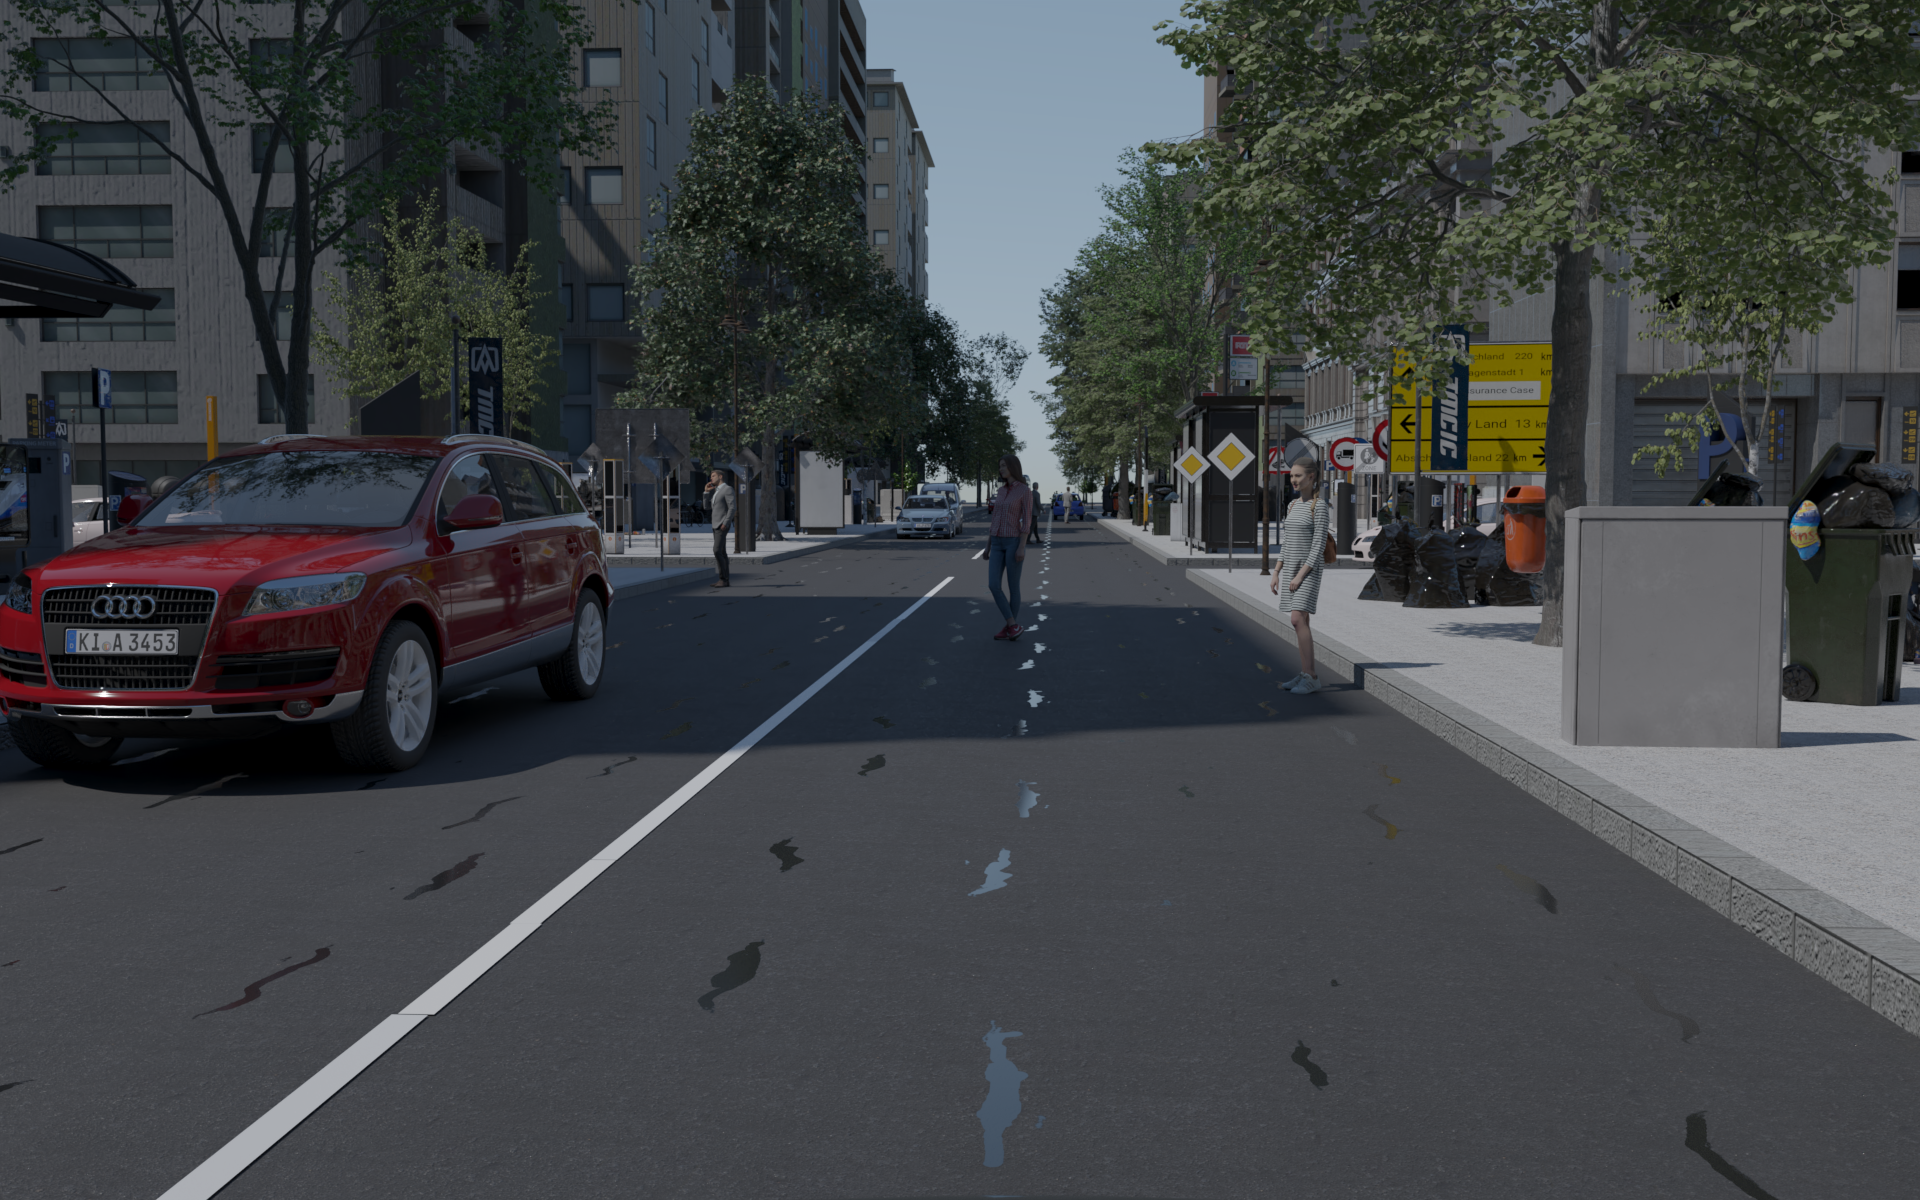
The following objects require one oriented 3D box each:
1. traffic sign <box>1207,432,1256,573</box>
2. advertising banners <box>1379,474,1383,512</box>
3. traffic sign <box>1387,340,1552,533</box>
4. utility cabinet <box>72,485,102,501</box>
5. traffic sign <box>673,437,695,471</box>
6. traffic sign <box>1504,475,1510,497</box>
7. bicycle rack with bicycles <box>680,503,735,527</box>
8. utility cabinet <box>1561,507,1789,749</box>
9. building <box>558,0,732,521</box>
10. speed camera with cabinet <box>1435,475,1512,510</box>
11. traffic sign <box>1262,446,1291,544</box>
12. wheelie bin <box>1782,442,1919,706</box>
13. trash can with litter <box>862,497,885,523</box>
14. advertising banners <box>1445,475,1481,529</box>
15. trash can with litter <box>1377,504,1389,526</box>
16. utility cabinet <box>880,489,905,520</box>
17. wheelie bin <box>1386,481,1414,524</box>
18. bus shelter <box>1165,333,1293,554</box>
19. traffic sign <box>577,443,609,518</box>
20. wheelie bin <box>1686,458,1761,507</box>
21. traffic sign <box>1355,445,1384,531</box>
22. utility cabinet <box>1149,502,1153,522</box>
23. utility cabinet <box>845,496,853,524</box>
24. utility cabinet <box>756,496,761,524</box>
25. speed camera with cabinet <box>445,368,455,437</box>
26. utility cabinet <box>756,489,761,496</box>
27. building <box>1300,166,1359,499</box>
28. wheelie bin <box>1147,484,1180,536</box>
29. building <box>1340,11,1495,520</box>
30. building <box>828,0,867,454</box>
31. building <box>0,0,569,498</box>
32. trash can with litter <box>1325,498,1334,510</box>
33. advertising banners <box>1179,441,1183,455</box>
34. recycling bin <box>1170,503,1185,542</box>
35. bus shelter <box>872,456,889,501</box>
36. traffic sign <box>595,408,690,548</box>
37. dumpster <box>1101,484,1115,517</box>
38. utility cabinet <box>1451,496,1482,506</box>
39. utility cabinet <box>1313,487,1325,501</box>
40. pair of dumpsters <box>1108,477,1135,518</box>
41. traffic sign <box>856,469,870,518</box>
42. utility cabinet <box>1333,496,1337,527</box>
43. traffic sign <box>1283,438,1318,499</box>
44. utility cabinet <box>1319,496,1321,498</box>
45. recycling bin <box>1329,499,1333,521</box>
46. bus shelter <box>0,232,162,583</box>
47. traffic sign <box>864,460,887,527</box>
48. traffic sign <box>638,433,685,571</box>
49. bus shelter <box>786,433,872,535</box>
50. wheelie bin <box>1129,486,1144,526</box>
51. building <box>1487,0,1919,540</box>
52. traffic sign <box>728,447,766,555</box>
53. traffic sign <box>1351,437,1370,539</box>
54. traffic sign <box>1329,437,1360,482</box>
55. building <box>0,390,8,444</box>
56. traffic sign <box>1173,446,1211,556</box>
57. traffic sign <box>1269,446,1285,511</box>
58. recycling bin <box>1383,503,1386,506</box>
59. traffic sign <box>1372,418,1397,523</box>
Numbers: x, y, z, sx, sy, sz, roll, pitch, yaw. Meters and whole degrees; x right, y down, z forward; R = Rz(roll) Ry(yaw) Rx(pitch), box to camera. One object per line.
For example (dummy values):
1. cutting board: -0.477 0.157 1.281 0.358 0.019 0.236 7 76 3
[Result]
1. traffic sign: 4.395 -1.498 28.133 0.795 2.450 0.064 0 4 3
2. advertising banners: 11.793 -3.202 48.545 0.090 3.025 2.074 1 4 12
3. traffic sign: 6.886 -1.793 23.189 2.265 3.308 0.079 1 4 11
4. utility cabinet: -22.122 -2.128 43.471 1.173 1.500 0.318 0 4 -1
5. traffic sign: -6.468 -2.420 39.566 0.884 2.594 0.081 1 4 13
6. traffic sign: 8.334 -1.607 26.388 0.768 2.556 0.104 0 4 6
7. bicycle rack with bicycles: -9.614 -3.282 67.050 2.852 0.926 2.925 1 4 9
8. utility cabinet: 3.646 0.139 8.883 1.020 1.237 0.306 0 4 5
9. building: -27.569 -30.848 93.596 28.713 52.752 27.495 0 4 3
10. speed camera with cabinet: 11.781 -2.730 38.976 2.038 3.252 0.660 2 4 28
11. traffic sign: 8.220 -2.729 44.615 0.884 2.594 0.081 0 4 8
12. wheelie bin: 5.531 -0.174 10.749 0.980 1.594 0.693 -3 5 -43
13. trash can with litter: -3.899 -4.035 77.352 1.055 1.170 0.624 -3 5 -40
14. advertising banners: 7.101 -1.738 24.609 0.090 3.025 2.074 0 4 3
15. trash can with litter: 10.166 -1.876 42.066 1.055 1.170 0.624 1 4 16
16. utility cabinet: -3.238 -4.560 83.240 1.173 1.500 0.318 2 4 25
17. wheelie bin: 10.490 -2.008 40.732 0.980 1.594 0.693 -3 5 -41
18. bus shelter: 6.268 -3.883 41.113 2.179 5.291 8.768 0 4 3
19. traffic sign: -8.250 -2.312 38.981 0.795 2.450 0.064 1 4 12
20. wheelie bin: 6.880 -0.473 15.643 0.693 1.594 0.980 1 4 22
21. traffic sign: 8.337 -2.031 35.329 0.606 2.300 0.079 1 4 13
22. utility cabinet: 8.989 -4.138 78.810 1.020 1.237 0.306 2 4 24
23. utility cabinet: -4.732 -3.906 75.029 0.306 1.237 1.020 -1 4 -22
24. utility cabinet: -8.477 -3.874 74.506 1.020 1.237 0.306 -2 4 -26
25. speed camera with cabinet: -7.404 -1.979 26.688 0.660 3.252 2.038 -2 4 -30
26. utility cabinet: -9.418 -4.333 79.528 0.318 1.500 1.173 3 4 38
27. building: 26.415 -16.118 99.694 11.583 22.565 21.152 0 4 3
28. wheelie bin: 6.293 -2.792 53.558 0.980 1.594 0.693 0 4 6
29. building: 25.447 -14.385 76.997 13.314 21.916 24.055 0 4 3
30. building: -19.845 -32.267 151.271 21.300 48.544 21.600 0 4 3
31. building: -22.383 -17.582 59.161 14.160 30.474 14.107 0 4 3
32. trash can with litter: 11.525 -2.697 55.487 0.624 1.170 1.055 2 4 30
33. advertising banners: 8.115 -3.753 57.552 2.074 3.025 0.090 -2 4 -28
34. recycling bin: 6.207 -2.112 47.078 0.722 1.027 0.722 3 5 43
35. bus shelter: -4.937 -5.873 89.954 2.014 3.302 5.546 0 4 3
36. traffic sign: -7.547 -2.893 41.170 2.265 3.308 0.079 0 4 4
37. dumpster: 8.728 -5.712 99.152 1.264 1.857 1.865 0 4 3
38. utility cabinet: 16.205 -2.716 55.575 1.020 1.237 0.306 0 4 4
39. utility cabinet: 10.563 -2.674 52.402 0.318 1.500 1.173 -1 4 -22
40. pair of dumpsters: 8.981 -5.674 95.256 1.574 2.255 4.437 0 4 3
41. traffic sign: -4.815 -5.301 86.777 0.768 2.556 0.104 0 4 6
42. utility cabinet: 14.623 -3.414 66.977 0.306 1.237 1.020 1 4 19
43. traffic sign: 7.742 -2.405 39.428 0.768 2.556 0.104 1 4 12
44. utility cabinet: 9.348 -2.169 46.624 0.306 1.237 1.020 -1 4 -15
45. recycling bin: 18.012 -4.340 83.510 0.722 1.027 0.722 2 4 28
46. bus shelter: -7.582 -1.063 11.305 2.014 3.302 5.546 0 4 3
47. traffic sign: -3.252 -4.064 66.454 0.884 2.594 0.081 0 4 8
48. traffic sign: -4.935 -1.530 28.653 0.795 2.450 0.064 0 4 3
49. bus shelter: -4.259 -3.833 56.596 2.014 3.302 5.546 0 4 3
50. wheelie bin: 7.394 -3.817 70.318 0.980 1.594 0.693 -1 4 -11
51. building: 27.257 -14.243 50.902 19.932 24.808 12.078 0 4 3
52. traffic sign: -4.506 -2.017 36.627 0.795 2.450 0.064 0 4 3
53. traffic sign: 8.904 -2.376 38.960 0.768 2.556 0.104 1 4 12
54. traffic sign: 8.601 -2.357 38.636 0.768 2.556 0.104 0 4 6
55. building: -44.084 -22.848 65.440 23.993 40.220 32.217 0 4 3
56. traffic sign: 4.824 -1.986 36.107 0.795 2.450 0.064 0 4 3
57. traffic sign: 8.459 -2.811 46.061 0.768 2.556 0.104 1 4 10
58. recycling bin: 12.631 -2.270 49.667 0.722 1.027 0.722 -2 4 -27
59. traffic sign: 7.199 -1.748 28.679 0.768 2.556 0.104 1 4 11
